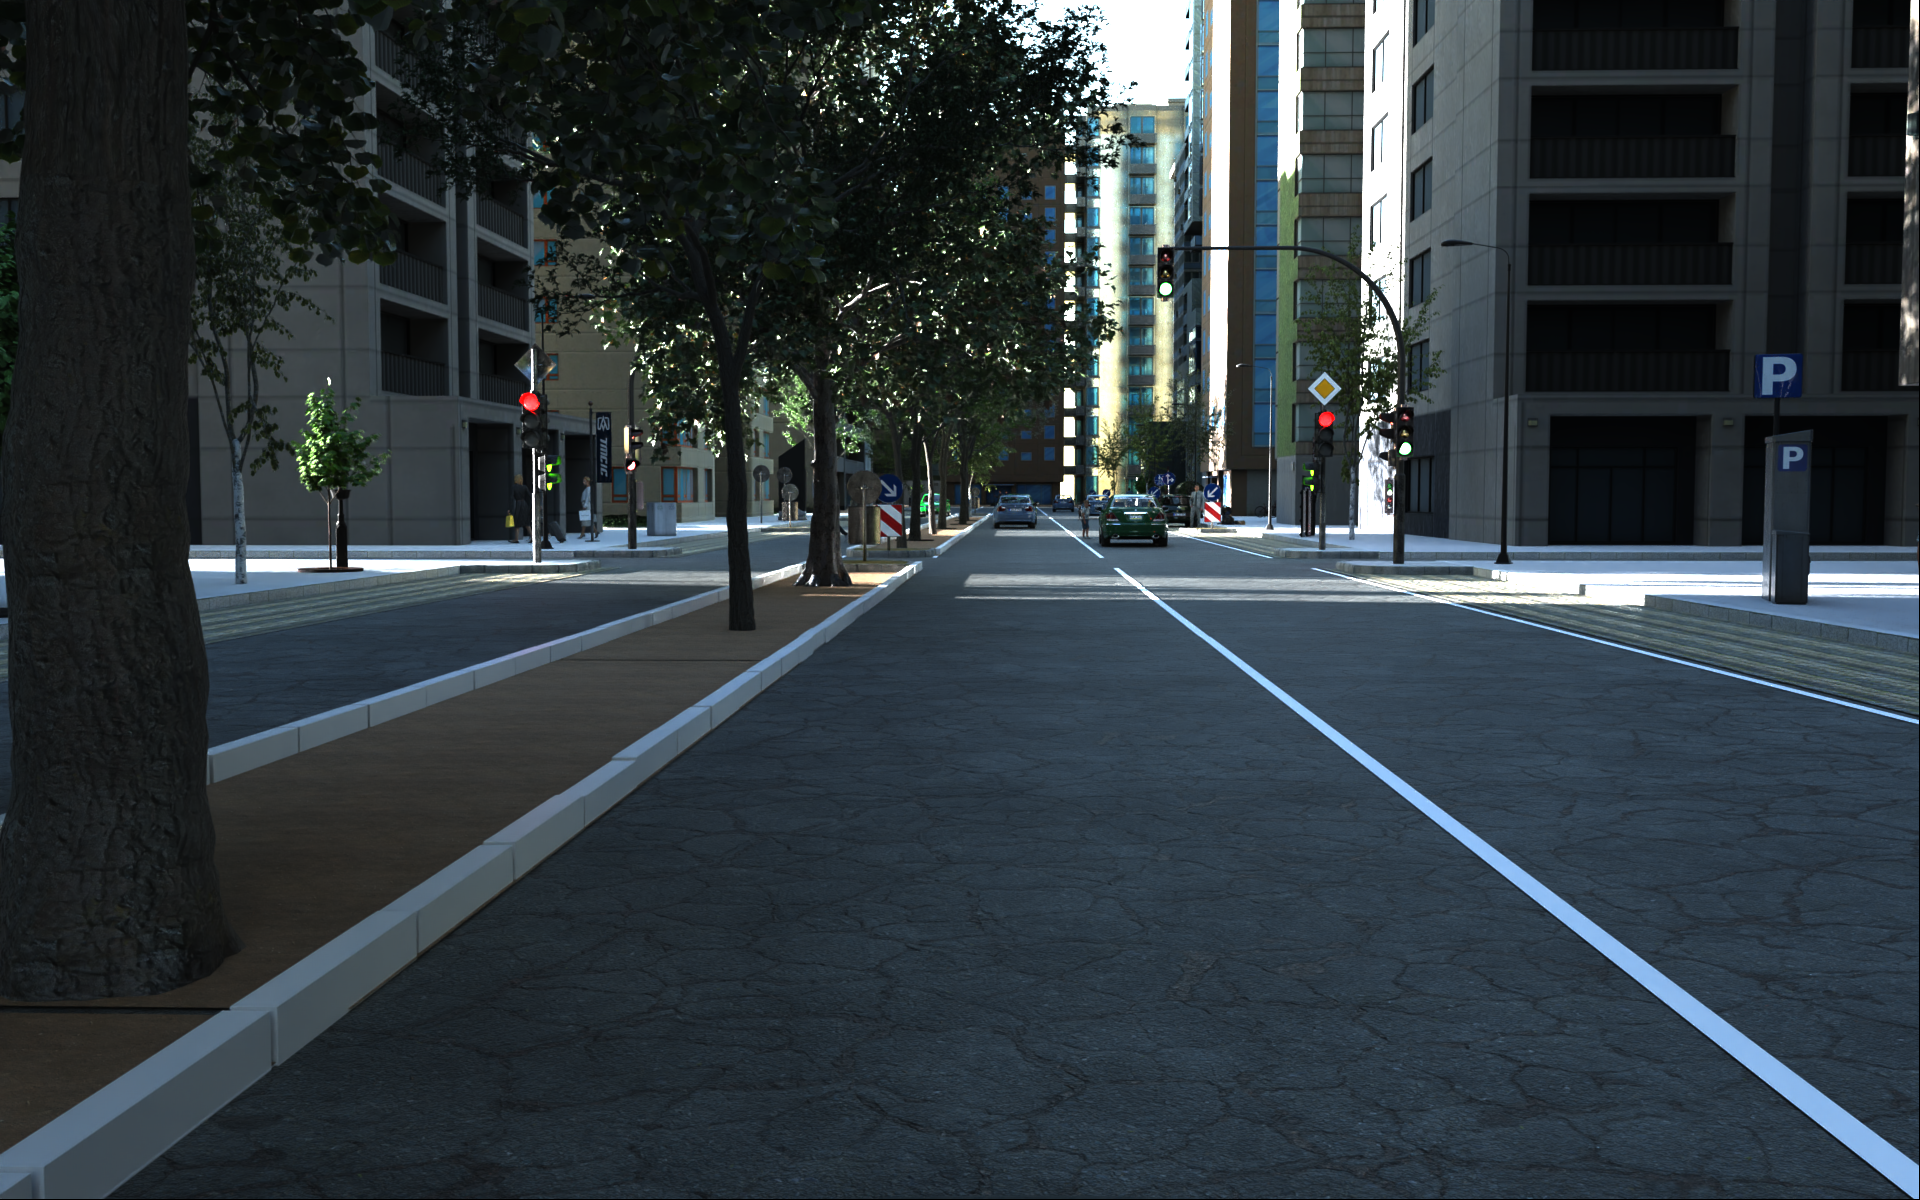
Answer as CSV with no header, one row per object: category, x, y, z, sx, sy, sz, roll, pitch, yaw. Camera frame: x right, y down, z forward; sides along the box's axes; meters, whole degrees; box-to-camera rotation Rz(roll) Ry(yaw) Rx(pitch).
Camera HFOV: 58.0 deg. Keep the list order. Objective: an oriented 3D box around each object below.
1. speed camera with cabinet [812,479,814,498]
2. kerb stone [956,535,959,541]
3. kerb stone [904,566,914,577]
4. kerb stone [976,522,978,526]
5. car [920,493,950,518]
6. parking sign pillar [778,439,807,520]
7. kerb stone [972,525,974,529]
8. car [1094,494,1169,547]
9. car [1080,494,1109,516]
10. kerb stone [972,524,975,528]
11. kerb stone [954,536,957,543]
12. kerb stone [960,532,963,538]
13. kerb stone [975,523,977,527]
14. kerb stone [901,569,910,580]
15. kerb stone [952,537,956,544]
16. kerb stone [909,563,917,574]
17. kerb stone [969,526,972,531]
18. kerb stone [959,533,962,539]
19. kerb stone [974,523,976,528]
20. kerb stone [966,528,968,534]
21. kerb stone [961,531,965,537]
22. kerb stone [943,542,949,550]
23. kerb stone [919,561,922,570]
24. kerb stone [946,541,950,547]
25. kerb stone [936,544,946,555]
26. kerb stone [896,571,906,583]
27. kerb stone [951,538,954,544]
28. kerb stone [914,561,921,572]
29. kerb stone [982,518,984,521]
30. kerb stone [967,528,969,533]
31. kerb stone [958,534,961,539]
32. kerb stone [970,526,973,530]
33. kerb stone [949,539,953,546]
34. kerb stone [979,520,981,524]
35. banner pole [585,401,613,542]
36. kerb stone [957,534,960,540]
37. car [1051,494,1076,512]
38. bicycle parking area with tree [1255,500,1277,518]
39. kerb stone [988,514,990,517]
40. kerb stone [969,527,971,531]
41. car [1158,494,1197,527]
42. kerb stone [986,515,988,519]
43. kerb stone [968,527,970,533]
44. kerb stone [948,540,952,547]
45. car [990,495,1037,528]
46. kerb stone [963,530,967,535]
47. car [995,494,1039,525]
speed camera with cabinet,-7.859,-6.395,98.897,0.660,3.252,2.038,1,4,13
kerb stone,-0.189,-1.730,50.488,0.120,0.150,1.000,0,4,2
kerb stone,-0.915,-0.439,29.416,0.120,0.150,1.000,0,4,2
kerb stone,0.573,-3.106,73.044,0.120,0.150,1.000,0,4,2
car,-1.571,-6.004,106.961,1.959,1.807,4.718,0,4,3
parking sign pillar,-8.198,-5.887,84.722,1.447,3.967,1.447,0,4,5
kerb stone,0.372,-2.734,66.904,0.120,0.150,1.000,0,4,2
car,4.852,-2.259,48.738,2.131,1.459,4.920,0,4,3
car,7.936,-5.398,100.264,2.014,1.417,4.499,0,4,3
kerb stone,0.401,-2.797,67.925,0.120,0.150,1.000,0,4,2
kerb stone,-0.226,-1.668,49.465,0.120,0.150,1.000,0,4,2
kerb stone,-0.051,-1.980,54.594,0.120,0.150,1.000,0,4,2
kerb stone,0.507,-2.980,70.993,0.120,0.150,1.000,0,4,2
kerb stone,-0.954,-0.377,28.395,0.120,0.150,1.000,0,4,2
kerb stone,-0.260,-1.605,48.440,0.120,0.150,1.000,0,4,2
kerb stone,-0.891,-0.504,30.437,0.120,0.150,1.000,0,4,2
kerb stone,0.269,-2.547,63.834,0.120,0.150,1.000,0,4,2
kerb stone,-0.086,-1.913,53.563,0.120,0.150,1.000,0,4,2
kerb stone,0.479,-2.922,69.971,0.120,0.150,1.000,0,4,2
kerb stone,0.122,-2.296,59.729,0.120,0.150,1.000,0,4,2
kerb stone,-0.005,-2.040,55.622,0.120,0.150,1.000,0,4,2
kerb stone,-0.430,-1.291,43.308,0.120,0.150,1.000,0,4,2
kerb stone,-0.798,-0.630,32.497,0.120,0.150,1.000,0,4,2
kerb stone,-0.399,-1.353,44.330,0.120,0.150,1.000,0,4,2
kerb stone,-0.476,-1.228,42.286,0.120,0.150,1.000,0,4,2
kerb stone,-0.986,-0.316,27.366,0.120,0.150,1.000,0,4,2
kerb stone,-0.299,-1.542,47.408,0.120,0.150,1.000,0,4,2
kerb stone,-0.843,-0.563,31.467,0.120,0.150,1.000,0,4,2
kerb stone,0.965,-3.798,84.316,0.120,0.150,1.000,0,4,2
kerb stone,0.155,-2.357,60.750,0.120,0.150,1.000,0,4,2
kerb stone,-0.115,-1.848,52.540,0.120,0.150,1.000,0,4,2
kerb stone,0.307,-2.609,64.859,0.120,0.150,1.000,0,4,2
kerb stone,-0.333,-1.475,46.386,0.120,0.150,1.000,0,4,2
kerb stone,0.756,-3.424,78.172,0.120,0.150,1.000,0,4,2
banner pole,-9.713,-3.460,46.592,0.863,3.779,0.401,1,4,19
kerb stone,-0.153,-1.793,51.510,0.120,0.150,1.000,0,4,2
car,8.363,-7.829,140.004,2.014,1.417,4.499,0,4,4
bicycle parking area with tree,20.771,-6.449,92.451,9.016,4.147,8.231,0,4,-3
kerb stone,1.495,-4.740,99.698,0.120,0.150,1.000,0,4,2
kerb stone,0.231,-2.484,62.806,0.120,0.150,1.000,0,4,2
car,9.341,-4.017,75.471,2.009,1.686,4.222,0,4,1
kerb stone,1.363,-4.490,95.602,0.120,0.150,1.000,0,4,2
kerb stone,0.195,-2.421,61.784,0.120,0.150,1.000,0,4,2
kerb stone,-0.365,-1.417,45.356,0.120,0.150,1.000,0,4,2
car,2.293,-3.756,73.421,2.014,1.417,4.499,0,4,1
kerb stone,0.058,-2.169,57.677,0.120,0.150,1.000,0,4,2
car,2.742,-4.346,82.862,2.131,1.459,4.920,0,4,1
